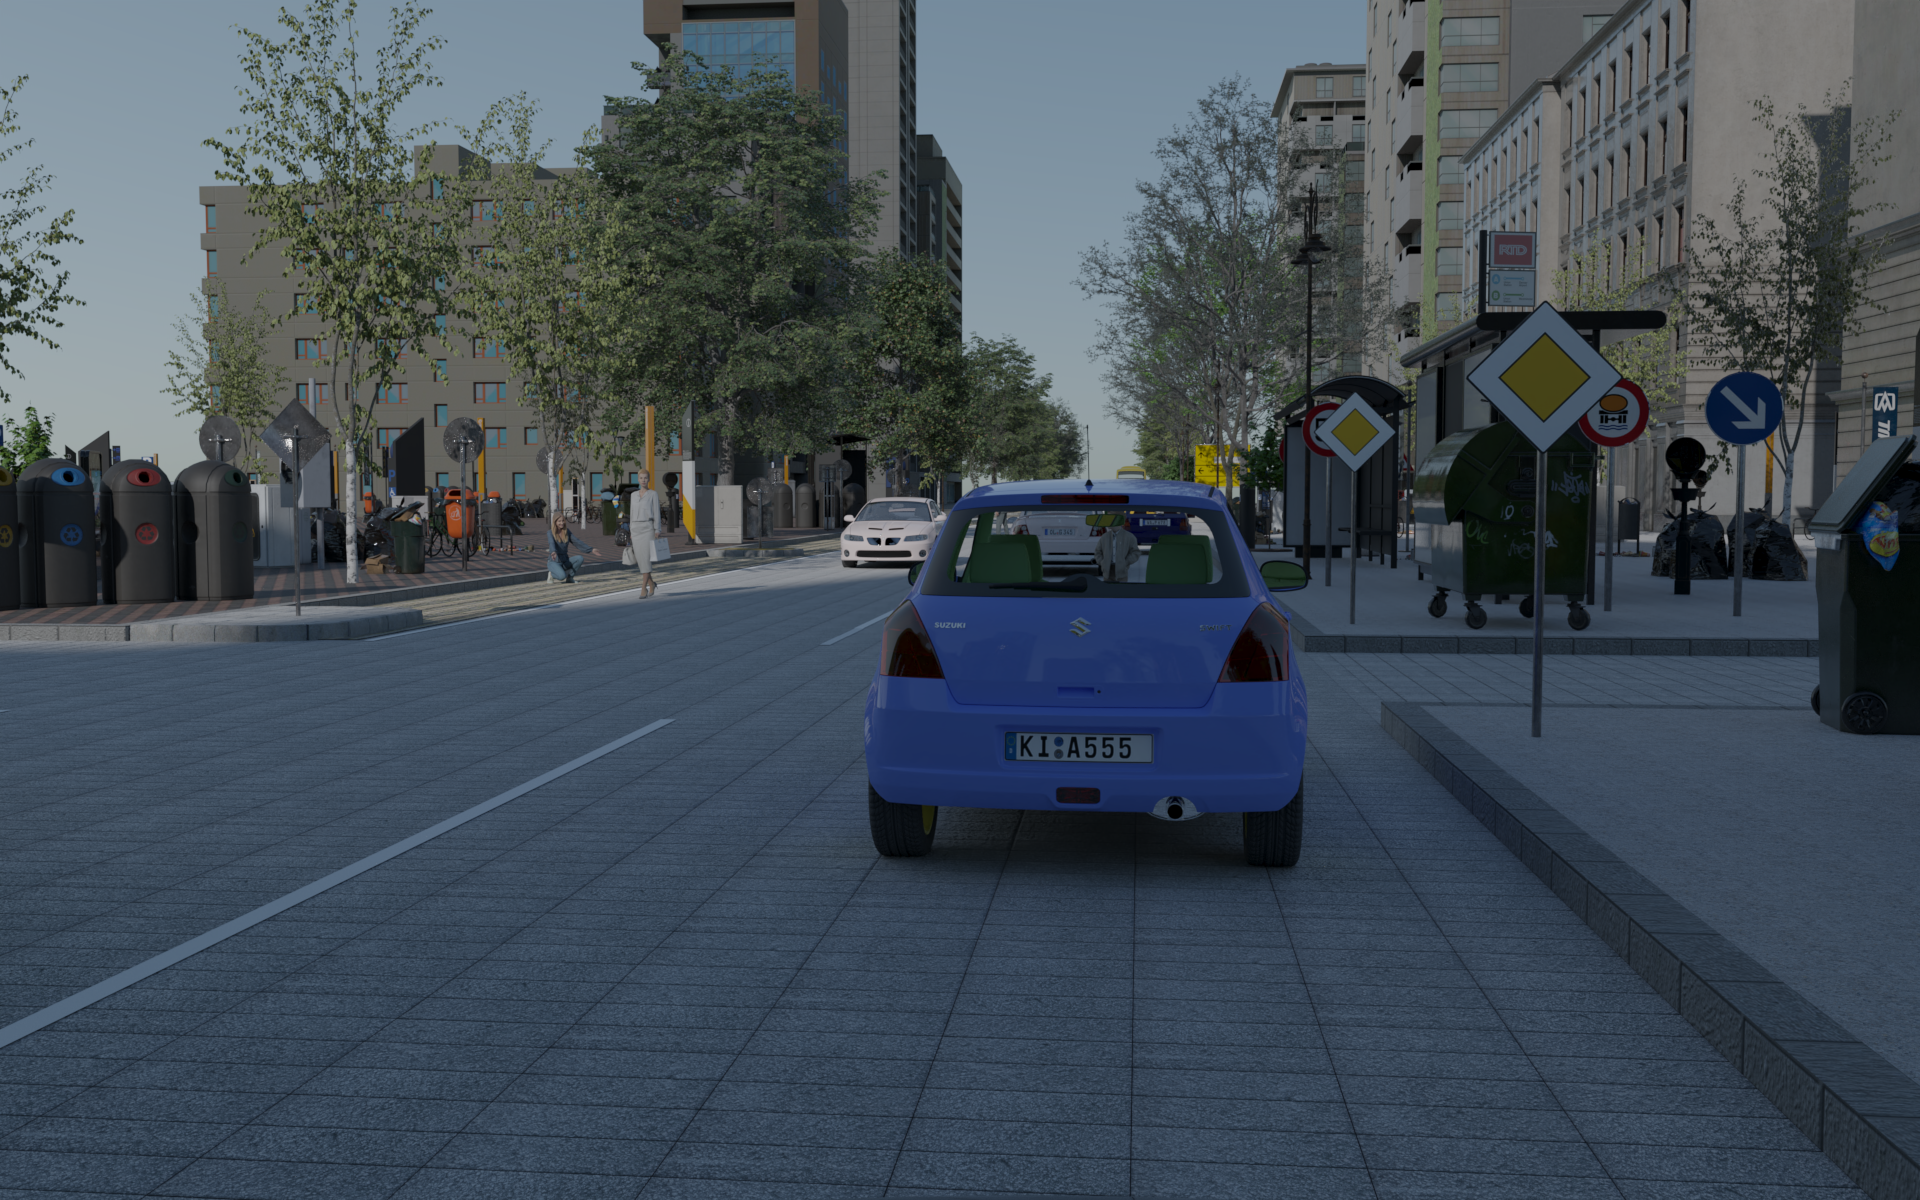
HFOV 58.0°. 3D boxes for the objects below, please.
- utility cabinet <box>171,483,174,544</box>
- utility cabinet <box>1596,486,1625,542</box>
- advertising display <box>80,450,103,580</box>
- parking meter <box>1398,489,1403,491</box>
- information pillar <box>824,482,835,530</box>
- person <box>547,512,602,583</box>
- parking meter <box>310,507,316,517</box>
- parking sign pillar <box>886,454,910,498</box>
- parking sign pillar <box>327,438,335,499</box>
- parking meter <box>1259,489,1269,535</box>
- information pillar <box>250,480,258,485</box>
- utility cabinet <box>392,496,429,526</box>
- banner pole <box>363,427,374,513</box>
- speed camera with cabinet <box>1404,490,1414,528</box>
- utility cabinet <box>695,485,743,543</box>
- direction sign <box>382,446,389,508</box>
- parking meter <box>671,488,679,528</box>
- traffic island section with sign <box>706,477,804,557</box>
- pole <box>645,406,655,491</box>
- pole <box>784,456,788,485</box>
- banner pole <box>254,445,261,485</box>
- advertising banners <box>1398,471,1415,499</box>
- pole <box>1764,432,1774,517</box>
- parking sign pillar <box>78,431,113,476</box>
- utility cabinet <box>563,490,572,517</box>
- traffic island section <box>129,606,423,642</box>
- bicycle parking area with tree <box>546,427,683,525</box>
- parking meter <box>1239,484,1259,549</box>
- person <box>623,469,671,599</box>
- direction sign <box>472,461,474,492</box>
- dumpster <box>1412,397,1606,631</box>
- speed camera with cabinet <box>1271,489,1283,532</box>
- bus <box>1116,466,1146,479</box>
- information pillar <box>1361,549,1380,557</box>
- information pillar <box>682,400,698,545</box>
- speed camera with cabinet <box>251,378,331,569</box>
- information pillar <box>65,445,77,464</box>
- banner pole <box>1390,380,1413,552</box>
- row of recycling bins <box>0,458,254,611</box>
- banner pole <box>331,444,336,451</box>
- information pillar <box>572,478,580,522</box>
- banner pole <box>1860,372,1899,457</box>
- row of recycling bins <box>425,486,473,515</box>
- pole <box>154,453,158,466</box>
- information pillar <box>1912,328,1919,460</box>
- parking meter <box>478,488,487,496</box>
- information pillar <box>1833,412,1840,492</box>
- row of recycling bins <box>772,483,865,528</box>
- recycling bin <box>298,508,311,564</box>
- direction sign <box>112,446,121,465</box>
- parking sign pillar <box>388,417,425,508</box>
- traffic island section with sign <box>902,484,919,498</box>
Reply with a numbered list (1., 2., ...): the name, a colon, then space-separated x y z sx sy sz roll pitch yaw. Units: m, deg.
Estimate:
1. utility cabinet: -15.641 -1.611 35.023 0.318 1.500 1.173 1 4 16
2. utility cabinet: 16.856 -2.255 45.549 1.173 1.500 0.318 0 4 -4
3. advertising display: -12.956 -1.264 25.884 0.123 1.923 0.974 -1 4 -16
4. parking meter: 21.401 -4.615 83.864 0.372 1.533 0.369 0 3 0
5. information pillar: -4.645 -3.488 61.514 0.304 2.012 0.304 1 4 16
6. person: -6.226 -0.835 27.650 1.012 1.151 0.738 -3 5 -41
7. parking meter: -17.739 -2.382 47.349 0.372 1.533 0.369 0 3 0
8. parking sign pillar: -3.279 -6.282 91.188 1.447 3.967 1.447 2 4 35
9. parking sign pillar: -28.528 -5.419 77.080 1.447 3.967 1.447 1 4 11
10. parking meter: 9.504 -2.796 54.118 0.372 1.533 0.369 0 3 0
11. information pillar: -36.551 -5.210 89.673 0.304 2.012 0.304 0 4 -3
12. utility cabinet: -17.707 -2.739 55.949 1.020 1.237 0.306 -1 4 -18
13. banner pole: -21.909 -4.538 64.206 0.401 3.779 0.863 0 4 7
14. speed camera with cabinet: 17.763 -4.336 65.222 0.660 3.252 2.038 -3 5 -42
15. utility cabinet: -6.187 -2.190 44.478 1.173 1.500 0.318 0 4 1
16. direction sign: -27.299 -5.528 82.388 0.379 3.537 0.876 0 4 0
17. parking meter: -10.795 -3.486 65.414 0.372 1.533 0.369 0 3 0
18. traffic island section with sign: -4.697 -1.932 40.216 1.989 1.847 2.006 0 4 6
19. pole: -7.204 -2.840 40.284 0.158 3.312 0.155 0 3 0
20. pole: -9.213 -5.998 91.916 0.158 3.312 0.155 0 3 0
21. banner pole: -35.838 -6.020 88.445 0.401 3.779 0.863 -3 5 -40
22. advertising banners: 20.501 -5.137 80.173 2.074 3.025 0.090 1 4 10
23. pole: 18.710 -2.826 40.054 0.158 3.312 0.155 0 3 0
24. parking sign pillar: -36.778 -5.215 73.744 1.447 3.967 1.447 0 4 -2
25. utility cabinet: -21.503 -5.303 95.389 1.173 1.500 0.318 3 5 41
26. traffic island section: -6.989 0.247 18.239 2.009 0.180 2.903 0 4 6
27. bicycle parking area with tree: -13.390 -5.453 76.158 9.016 4.147 8.231 3 5 41
28. parking meter: 6.650 -1.937 40.083 0.372 1.533 0.369 0 3 0
29. person: -4.311 -0.923 23.937 0.694 1.780 0.624 3 4 36
30. direction sign: -23.266 -5.553 82.790 0.379 3.537 0.876 -1 4 -13
31. dumpster: 5.373 -0.892 17.074 1.502 2.255 1.985 0 4 6
32. speed camera with cabinet: 10.854 -3.960 59.082 0.660 3.252 2.038 -1 4 -17
33. bus: 14.924 -9.767 151.243 2.896 3.916 12.252 0 4 5
34. information pillar: 8.430 -1.900 35.550 0.304 2.012 0.304 -3 5 -40
35. information pillar: -6.819 -3.195 43.586 0.183 3.616 0.504 -3 4 -38
36. speed camera with cabinet: -11.727 -2.176 29.919 2.038 3.252 0.660 3 4 36
37. information pillar: -41.948 -5.528 81.742 0.504 3.616 0.183 -3 4 -36
38. banner pole: 9.785 -2.959 38.400 0.401 3.779 0.863 -2 4 -28
39. row of recycling bins: -10.036 -0.796 20.122 1.069 1.692 3.534 3 5 41
40. banner pole: -31.714 -5.952 87.330 0.863 3.779 0.401 0 4 -3
41. information pillar: -17.580 -4.571 79.224 0.304 2.012 0.304 0 4 -7
42. banner pole: 18.819 -2.790 35.641 0.863 3.779 0.401 1 4 20
43. row of recycling bins: -25.650 -4.854 86.481 3.534 1.692 1.069 2 4 32
44. pole: -40.331 -5.695 86.960 0.158 3.312 0.155 0 3 0
45. information pillar: 11.773 -1.824 21.176 0.183 3.616 0.504 1 4 11
46. parking meter: -19.639 -3.844 71.262 0.372 1.533 0.369 0 3 0
47. information pillar: 25.056 -3.537 49.187 0.504 3.616 0.183 1 4 10
48. row of recycling bins: -5.383 -3.591 65.818 3.534 1.692 1.069 -1 4 -8
49. recycling bin: -12.357 -1.167 31.631 0.722 1.027 0.722 0 4 8
50. direction sign: -39.586 -5.430 80.773 0.876 3.537 0.379 -1 4 -13
51. parking sign pillar: -19.319 -4.403 60.460 1.447 3.967 1.447 2 4 31
52. traffic island section with sign: -1.904 -3.572 67.026 1.989 1.847 2.006 0 4 6
